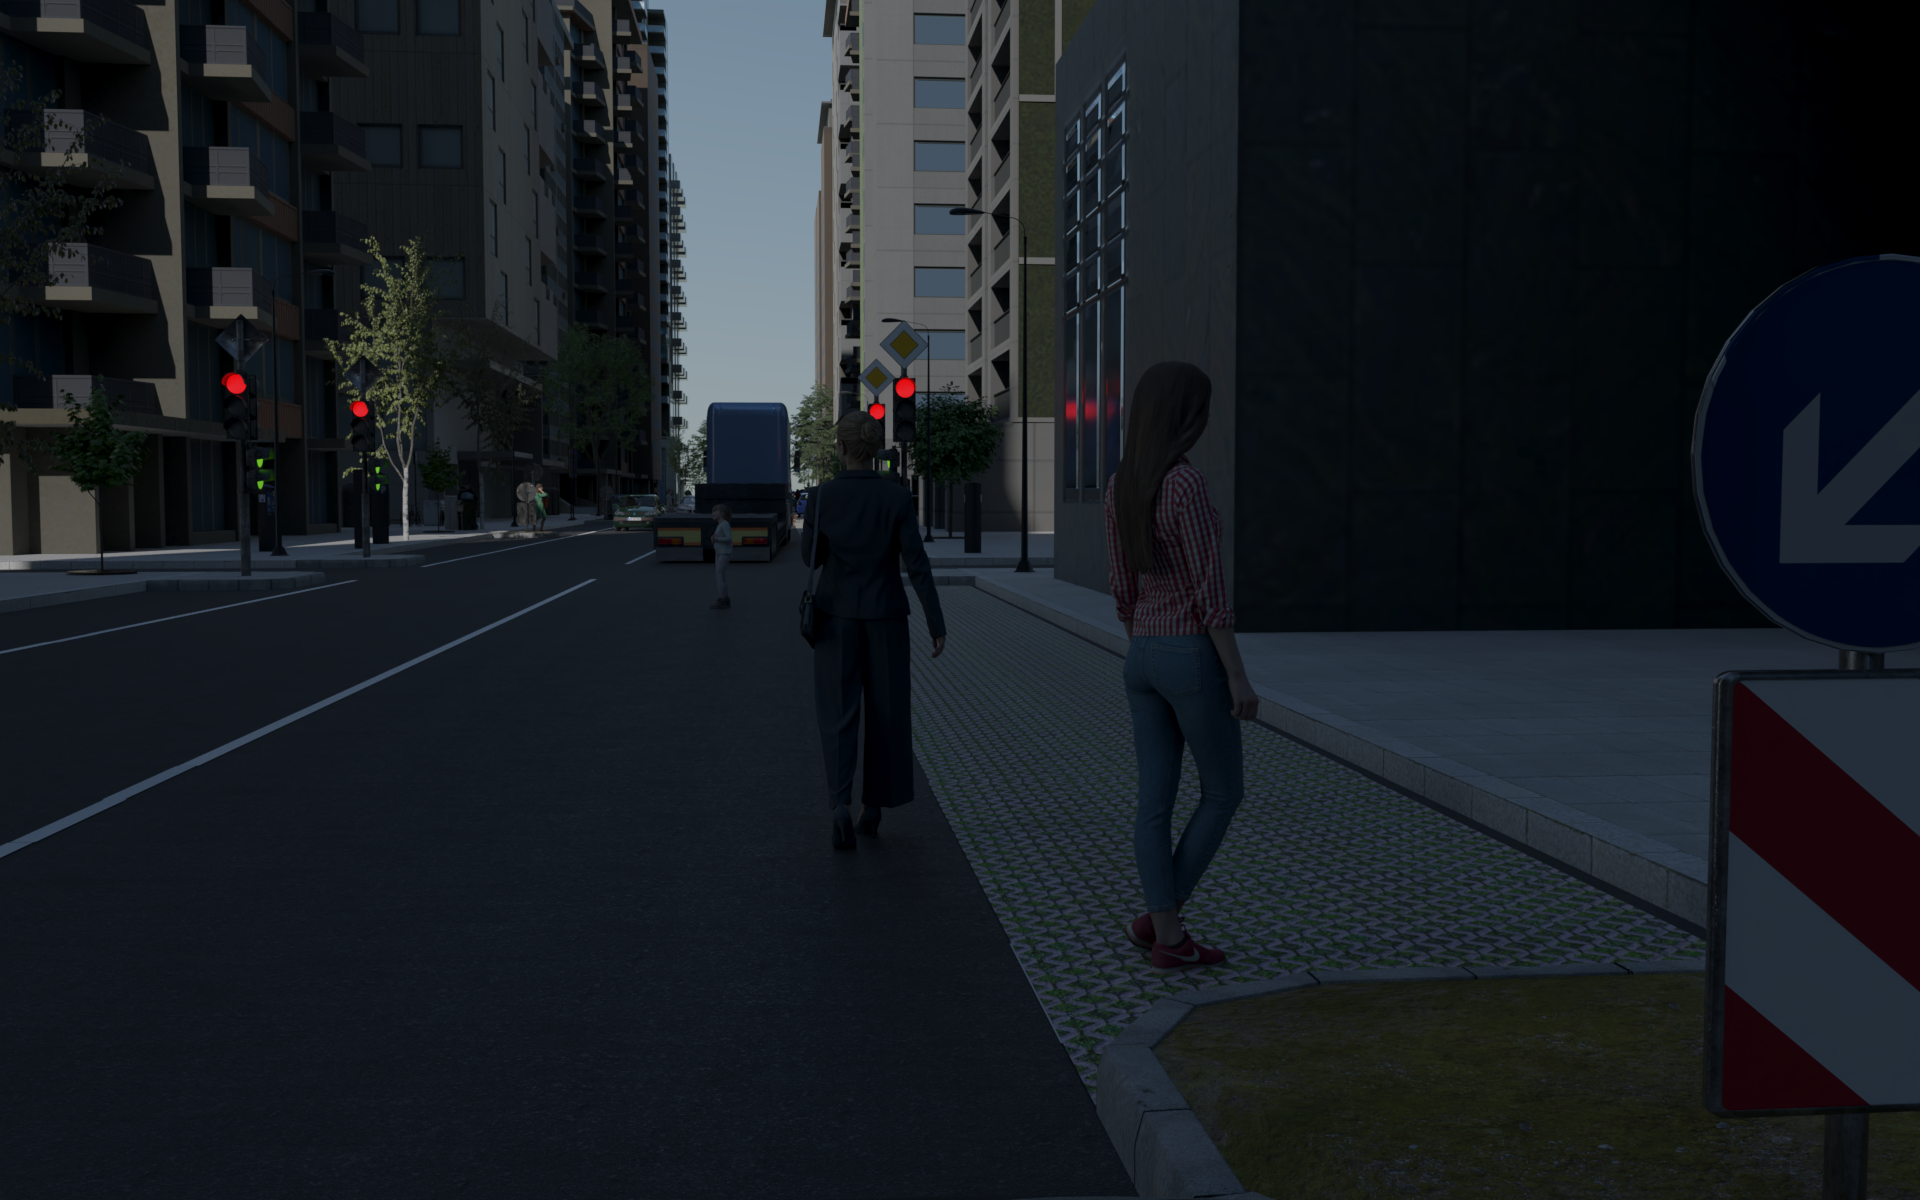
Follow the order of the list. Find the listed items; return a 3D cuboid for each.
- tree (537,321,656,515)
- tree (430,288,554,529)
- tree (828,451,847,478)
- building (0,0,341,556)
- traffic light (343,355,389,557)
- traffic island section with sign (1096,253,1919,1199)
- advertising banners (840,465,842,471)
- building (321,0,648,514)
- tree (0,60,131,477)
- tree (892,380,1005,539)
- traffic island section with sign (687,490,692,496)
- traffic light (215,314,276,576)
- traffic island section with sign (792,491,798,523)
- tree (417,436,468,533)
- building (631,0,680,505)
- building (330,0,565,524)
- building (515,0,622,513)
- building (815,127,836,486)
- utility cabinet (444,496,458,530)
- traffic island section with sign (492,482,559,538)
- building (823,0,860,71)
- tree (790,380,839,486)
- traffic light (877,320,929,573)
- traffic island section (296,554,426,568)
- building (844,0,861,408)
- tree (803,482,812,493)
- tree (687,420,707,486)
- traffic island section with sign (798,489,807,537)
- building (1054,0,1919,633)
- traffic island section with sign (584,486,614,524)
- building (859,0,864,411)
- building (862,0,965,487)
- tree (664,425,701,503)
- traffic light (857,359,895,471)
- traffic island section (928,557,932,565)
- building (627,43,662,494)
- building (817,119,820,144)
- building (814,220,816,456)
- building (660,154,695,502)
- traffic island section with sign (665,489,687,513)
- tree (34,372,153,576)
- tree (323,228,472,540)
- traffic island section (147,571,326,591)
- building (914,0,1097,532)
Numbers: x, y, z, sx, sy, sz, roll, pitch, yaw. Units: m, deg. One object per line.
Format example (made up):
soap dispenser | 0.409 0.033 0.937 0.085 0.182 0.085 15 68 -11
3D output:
tree | -22.121 -10.983 105.331 9.928 11.665 9.643 0 3 0
tree | -17.096 -6.865 62.603 4.360 8.622 3.978 0 3 0
tree | -7.056 -7.987 114.298 4.285 4.588 4.351 0 3 0
building | -29.336 -24.007 47.134 22.147 44.769 28.867 0 4 -6
traffic light | -12.010 -2.818 34.990 0.839 4.253 0.868 0 4 -6
traffic island section with sign | 1.349 0.305 3.645 1.989 1.847 2.006 0 4 -6
advertising banners | -6.949 -6.551 103.302 0.090 3.025 2.074 1 4 9
building | -38.500 -30.118 147.046 22.147 44.769 28.867 0 4 -6
tree | -13.187 -4.380 21.978 4.360 8.622 3.978 0 3 0
tree | -0.348 -4.059 50.078 4.285 4.588 4.351 0 3 0
traffic island section with sign | -25.279 -9.347 161.449 1.989 1.847 2.006 0 4 -6
traffic light | -11.179 -2.332 27.048 0.839 4.253 0.868 0 4 -6
traffic island section with sign | -7.205 -4.701 85.484 1.989 1.847 2.006 0 4 -6
tree | -17.291 -3.866 57.817 1.663 3.219 1.824 0 3 0
building | -44.746 -54.664 206.431 22.319 86.520 31.000 0 4 -6
building | -34.461 -30.179 82.666 28.713 52.752 27.495 0 4 -6
building | -40.495 -26.187 120.040 32.217 40.220 23.993 0 4 -6
building | -9.459 -34.085 207.404 14.600 45.320 14.200 0 4 -6
utility cabinet | -18.228 -3.161 62.838 0.306 1.237 1.020 2 4 28
traffic island section with sign | -14.410 -2.995 57.591 1.989 1.847 2.006 0 4 -6
building | 1.136 -35.699 172.921 28.713 52.752 27.495 0 4 -6
tree | -15.093 -17.645 195.150 9.857 13.997 8.962 0 3 0
traffic light | -0.925 -2.398 28.133 0.839 4.253 0.868 0 4 -6
traffic island section | -12.051 -0.785 35.121 2.009 0.180 2.903 0 4 -6
building | 1.645 -29.989 144.937 22.147 44.769 28.867 0 4 -6
tree | -20.451 -14.618 233.606 1.663 3.219 1.824 0 3 0
tree | -37.639 -21.046 262.229 7.486 12.596 7.792 0 3 0
traffic island section with sign | -4.370 -3.041 58.349 1.989 1.847 2.006 0 4 -6
building | 14.140 -42.622 9.543 22.319 86.520 31.000 0 4 -6
traffic island section with sign | -17.212 -4.634 84.400 1.989 1.847 2.006 0 4 -6
building | -0.150 -26.870 122.920 14.154 41.232 14.086 0 4 -6
building | 5.018 -33.959 97.221 21.231 58.520 28.212 0 4 -6
tree | -29.912 -14.371 185.333 4.737 8.622 4.395 0 3 0
traffic light | -1.756 -2.884 36.075 0.839 4.253 0.868 0 4 -6
traffic island section | -1.715 -0.851 36.193 2.009 0.180 2.903 0 4 -6
building | -36.782 -31.747 169.167 14.600 45.320 14.200 0 4 -6
building | -4.087 -39.122 228.877 28.713 52.752 27.495 0 4 -6
building | -13.443 -36.632 249.051 14.600 45.320 14.200 0 4 -6
building | -49.091 -37.831 238.139 23.786 49.044 30.456 0 4 -6
traffic island section with sign | -22.465 -7.707 134.640 1.989 1.847 2.006 0 4 -6
tree | -13.644 -2.017 27.580 1.663 3.219 1.824 0 3 0
tree | -15.557 -5.988 48.265 4.737 8.622 4.395 0 3 0
traffic island section | -11.220 -0.300 27.179 2.009 0.180 2.903 0 4 -6
building | 9.244 -38.155 62.081 20.563 71.187 20.611 0 4 -6
